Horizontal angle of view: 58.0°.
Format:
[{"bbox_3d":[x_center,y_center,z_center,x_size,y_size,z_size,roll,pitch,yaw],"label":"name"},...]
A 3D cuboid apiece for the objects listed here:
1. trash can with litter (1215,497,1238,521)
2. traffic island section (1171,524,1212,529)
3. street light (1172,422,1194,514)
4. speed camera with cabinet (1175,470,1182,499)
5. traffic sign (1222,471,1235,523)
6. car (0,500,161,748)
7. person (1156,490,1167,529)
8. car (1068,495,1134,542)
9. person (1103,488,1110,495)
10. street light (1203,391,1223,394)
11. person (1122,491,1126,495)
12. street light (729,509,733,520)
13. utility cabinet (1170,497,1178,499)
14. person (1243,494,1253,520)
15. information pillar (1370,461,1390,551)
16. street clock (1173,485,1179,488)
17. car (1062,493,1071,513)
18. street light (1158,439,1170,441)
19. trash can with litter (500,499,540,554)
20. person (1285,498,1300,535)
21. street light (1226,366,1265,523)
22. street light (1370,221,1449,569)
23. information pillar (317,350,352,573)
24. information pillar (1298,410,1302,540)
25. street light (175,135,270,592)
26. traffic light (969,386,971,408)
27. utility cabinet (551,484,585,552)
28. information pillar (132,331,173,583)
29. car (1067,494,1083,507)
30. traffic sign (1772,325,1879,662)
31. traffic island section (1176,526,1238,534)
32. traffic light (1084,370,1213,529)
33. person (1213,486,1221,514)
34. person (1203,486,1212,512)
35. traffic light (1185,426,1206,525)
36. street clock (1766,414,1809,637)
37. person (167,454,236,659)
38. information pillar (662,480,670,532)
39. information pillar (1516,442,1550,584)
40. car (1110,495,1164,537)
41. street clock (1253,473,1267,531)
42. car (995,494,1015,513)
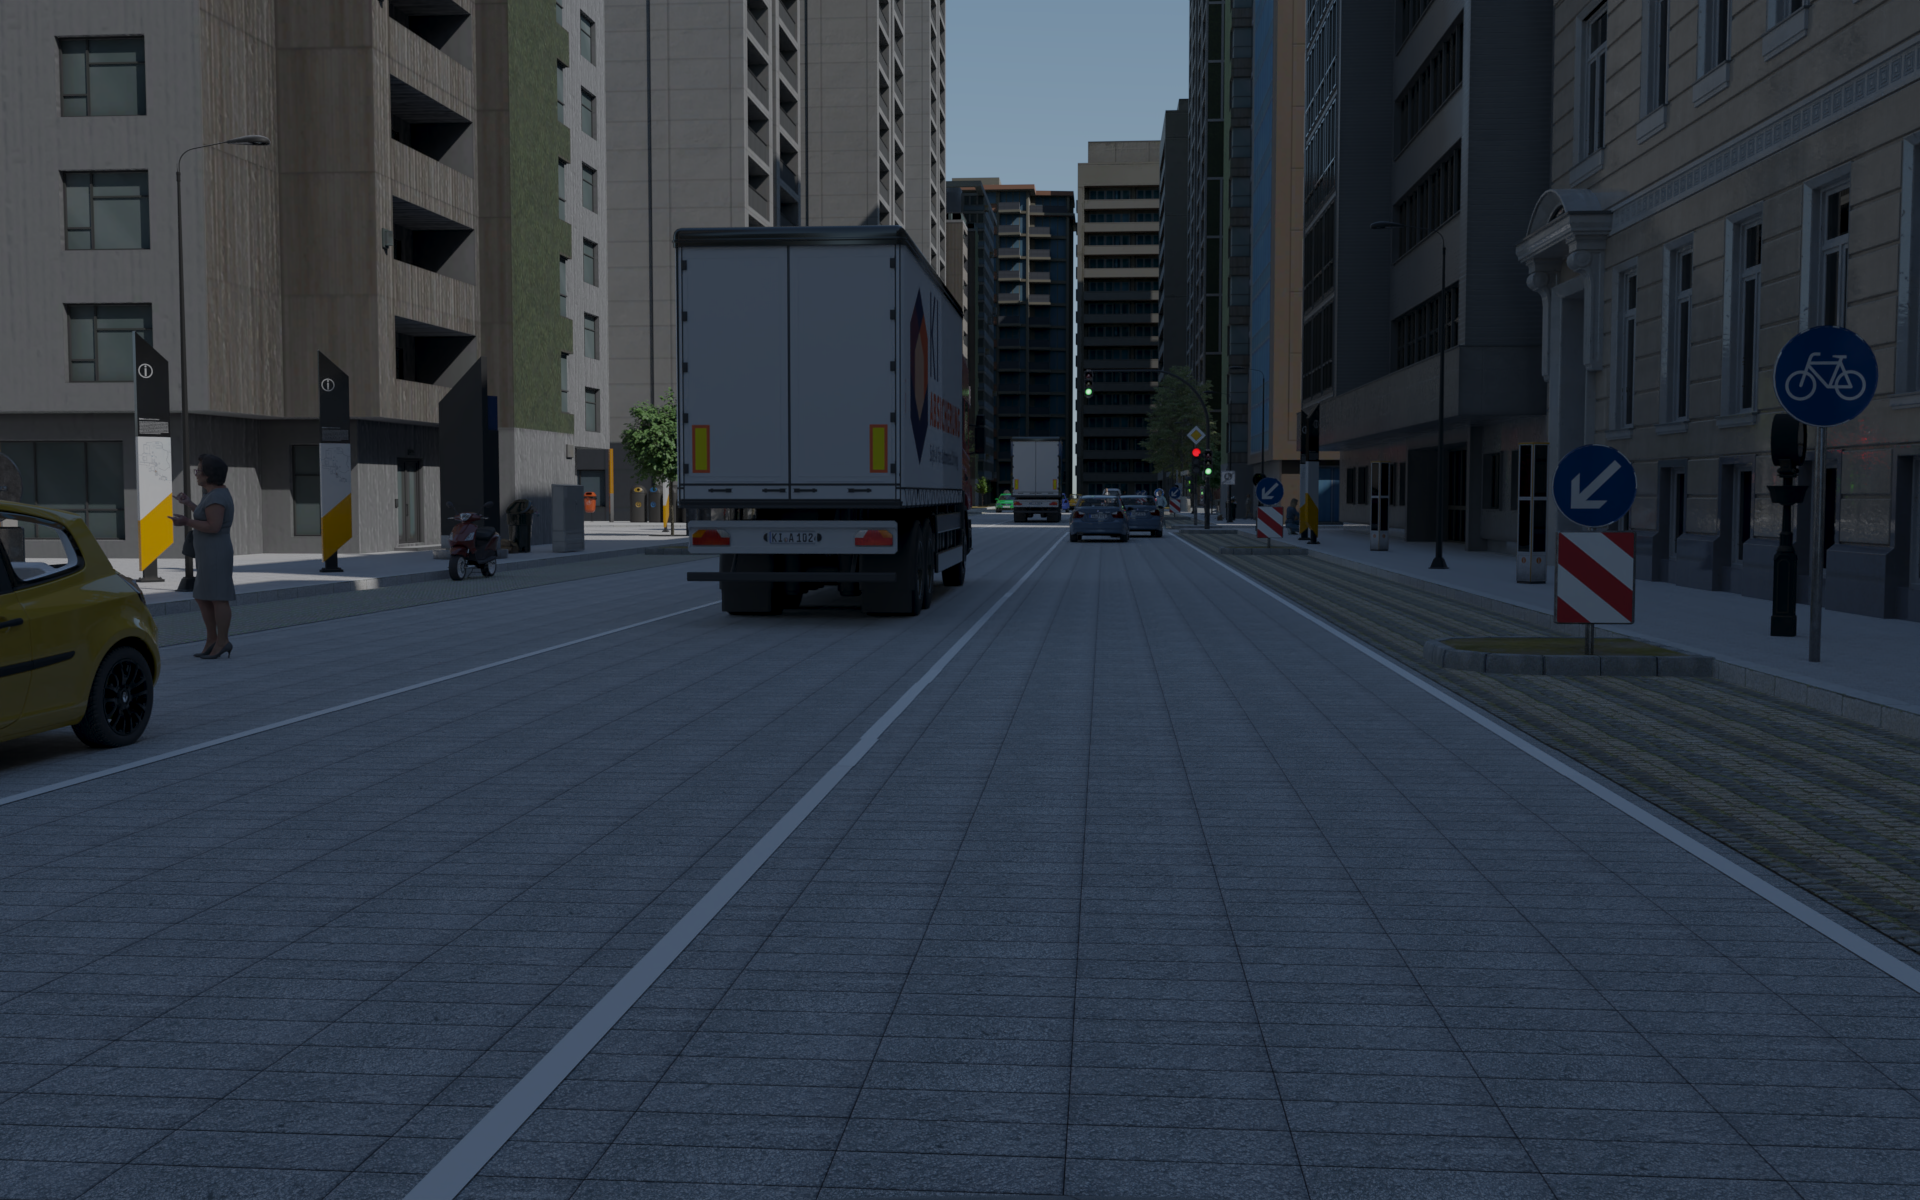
[{"bbox_3d":[12.853,-4.423,83.697,1.055,1.170,0.624,0,4,1],"label":"trash can with litter"},{"bbox_3d":[9.708,-2.995,71.250,2.009,0.180,2.903,0,4,5],"label":"traffic island section"},{"bbox_3d":[14.501,-8.504,111.576,1.470,5.913,1.316,0,4,5],"label":"street light"},{"bbox_3d":[17.991,-9.072,142.666,0.660,3.252,2.038,1,4,13],"label":"speed camera with cabinet"},{"bbox_3d":[11.863,-4.559,76.662,0.606,2.300,0.079,1,4,9],"label":"traffic sign"},{"bbox_3d":[-5.702,0.104,8.523,2.015,1.641,3.980,0,4,6],"label":"car"},{"bbox_3d":[8.299,-3.756,71.725,0.330,1.601,0.589,-3,4,-37],"label":"person"},{"bbox_3d":[4.281,-2.496,52.807,2.014,1.417,4.499,0,4,7],"label":"car"},{"bbox_3d":[10.519,-7.063,123.752,0.659,1.850,0.755,0,4,-6],"label":"person"},{"bbox_3d":[11.635,-6.450,77.994,1.470,5.913,1.316,0,4,5],"label":"street light"},{"bbox_3d":[14.414,-8.687,151.363,0.721,1.723,1.217,-3,5,-40],"label":"person"},{"bbox_3d":[-6.872,-5.094,55.829,1.470,5.913,1.316,0,4,5],"label":"street light"},{"bbox_3d":[16.814,-7.800,136.202,0.318,1.500,1.173,-1,4,-11],"label":"utility cabinet"},{"bbox_3d":[14.495,-4.691,87.019,0.640,1.303,0.475,1,4,23],"label":"person"},{"bbox_3d":[9.454,-2.110,38.992,0.304,2.012,0.304,-2,4,-28],"label":"information pillar"},{"bbox_3d":[16.720,-7.935,134.308,0.471,2.002,0.358,-2,4,-33],"label":"street clock"},{"bbox_3d":[7.575,-7.596,133.786,1.945,1.707,3.694,0,4,5],"label":"car"},{"bbox_3d":[17.368,-10.589,145.676,1.470,5.913,1.316,0,4,5],"label":"street light"},{"bbox_3d":[-9.617,-1.605,37.632,0.624,1.170,1.055,1,4,10],"label":"trash can with litter"},{"bbox_3d":[10.617,-2.646,54.806,0.738,1.151,1.012,0,4,-7],"label":"person"},{"bbox_3d":[10.481,-5.535,63.046,1.470,5.913,1.316,0,4,5],"label":"street light"},{"bbox_3d":[7.688,-3.492,29.633,1.470,5.913,1.316,0,4,5],"label":"street light"},{"bbox_3d":[-10.254,-2.265,28.383,0.504,3.616,0.183,-2,4,-33],"label":"information pillar"},{"bbox_3d":[9.657,-3.467,48.033,0.504,3.616,0.183,0,4,2],"label":"information pillar"},{"bbox_3d":[-9.625,-3.063,22.623,1.470,5.913,1.316,0,4,5],"label":"street light"},{"bbox_3d":[-1.954,-5.961,72.127,4.771,5.953,1.251,0,4,5],"label":"traffic light"},{"bbox_3d":[-8.667,-1.816,38.373,0.318,1.500,1.173,1,4,9],"label":"utility cabinet"},{"bbox_3d":[-11.734,-2.068,25.168,0.183,3.616,0.504,3,5,41],"label":"information pillar"},{"bbox_3d":[11.686,-10.022,174.087,2.015,1.641,3.980,0,4,7],"label":"car"},{"bbox_3d":[6.543,-0.800,13.184,0.768,2.556,0.104,0,4,5],"label":"traffic sign"},{"bbox_3d":[9.043,-2.508,63.292,2.009,0.180,2.903,0,4,5],"label":"traffic island section"},{"bbox_3d":[6.912,-5.416,63.214,4.771,5.953,1.251,0,4,5],"label":"traffic light"},{"bbox_3d":[16.598,-6.435,111.227,0.573,1.828,0.580,2,4,30],"label":"person"},{"bbox_3d":[13.482,-5.425,94.921,0.661,1.801,0.590,2,4,30],"label":"person"},{"bbox_3d":[9.669,-5.029,71.139,0.839,4.253,0.868,0,4,5],"label":"traffic light"},{"bbox_3d":[7.445,-0.674,15.598,0.358,2.002,0.471,2,4,35],"label":"street clock"},{"bbox_3d":[-6.603,-0.381,15.091,0.532,1.782,0.716,-2,4,-23],"label":"person"},{"bbox_3d":[-9.915,-4.097,58.348,0.183,3.616,0.504,0,4,4],"label":"information pillar"},{"bbox_3d":[8.188,-1.240,24.763,0.304,2.012,0.304,-2,4,-24],"label":"information pillar"},{"bbox_3d":[5.899,-2.845,58.524,2.014,1.417,4.499,0,4,3],"label":"car"},{"bbox_3d":[10.367,-3.387,59.949,0.358,2.002,0.471,-3,4,-37],"label":"street clock"},{"bbox_3d":[3.733,-7.580,132.734,1.959,1.807,4.718,0,4,6],"label":"car"}]
